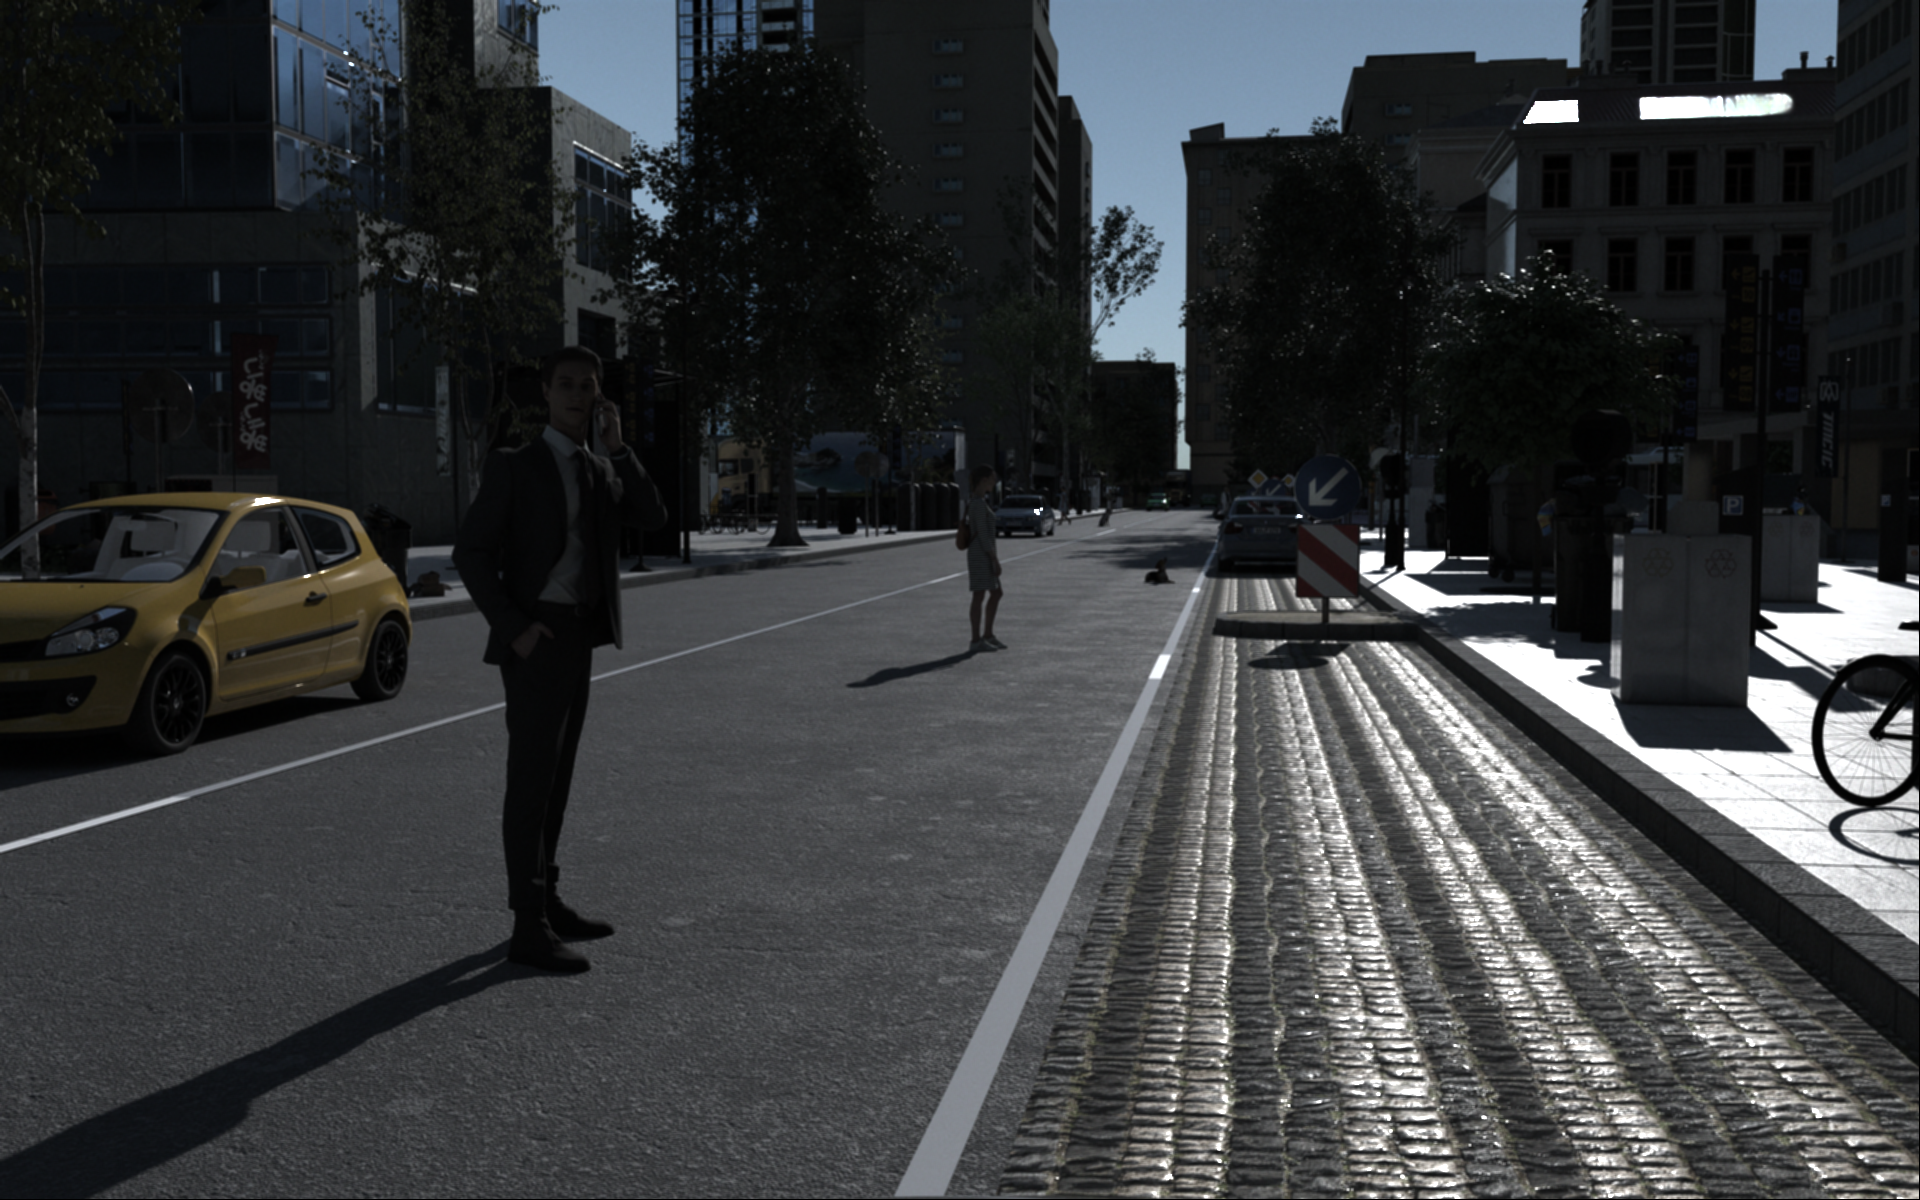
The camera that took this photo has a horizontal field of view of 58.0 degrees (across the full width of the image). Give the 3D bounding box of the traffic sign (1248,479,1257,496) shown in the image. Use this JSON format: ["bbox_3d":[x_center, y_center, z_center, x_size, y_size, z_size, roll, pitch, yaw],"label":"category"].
[{"bbox_3d":[12.850,-4.371,75.105,0.795,2.450,0.064,1,4,9],"label":"traffic sign"}]

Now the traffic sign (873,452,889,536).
[{"bbox_3d":[-2.516,-3.202,52.466,0.768,2.556,0.104,1,4,13],"label":"traffic sign"}]

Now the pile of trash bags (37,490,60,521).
[{"bbox_3d":[-19.602,-1.489,34.092,3.447,1.369,1.912,-3,5,-43],"label":"pile of trash bags"}]

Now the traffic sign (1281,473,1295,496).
[{"bbox_3d":[18.303,-5.836,96.604,0.795,2.450,0.064,1,4,18],"label":"traffic sign"}]

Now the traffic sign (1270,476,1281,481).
[{"bbox_3d":[21.828,-7.336,120.056,0.768,2.556,0.104,1,4,10],"label":"traffic sign"}]

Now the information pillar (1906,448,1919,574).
[{"bbox_3d":[15.436,-1.435,27.946,0.304,2.012,0.304,2,4,32],"label":"information pillar"}]

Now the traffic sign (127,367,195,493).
[{"bbox_3d":[-8.051,-1.060,17.435,0.768,2.556,0.104,1,4,12],"label":"traffic sign"}]

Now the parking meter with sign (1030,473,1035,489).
[{"bbox_3d":[6.154,-9.133,145.587,0.543,3.016,1.738,2,4,29],"label":"parking meter with sign"}]

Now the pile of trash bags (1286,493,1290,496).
[{"bbox_3d":[20.696,-6.055,108.744,1.912,1.369,3.447,0,4,6],"label":"pile of trash bags"}]

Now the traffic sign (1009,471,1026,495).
[{"bbox_3d":[2.542,-4.474,76.784,0.795,2.450,0.064,1,4,9],"label":"traffic sign"}]

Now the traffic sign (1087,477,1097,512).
[{"bbox_3d":[9.538,-7.696,125.932,0.768,2.556,0.104,1,4,17],"label":"traffic sign"}]

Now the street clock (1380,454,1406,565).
[{"bbox_3d":[7.781,-1.628,31.184,0.471,2.002,0.358,-3,4,-38],"label":"street clock"}]

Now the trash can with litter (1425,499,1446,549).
[{"bbox_3d":[11.371,-1.773,40.373,1.055,1.170,0.624,1,4,18],"label":"trash can with litter"}]

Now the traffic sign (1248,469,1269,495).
[{"bbox_3d":[11.578,-3.889,67.222,0.795,2.450,0.064,1,4,9],"label":"traffic sign"}]

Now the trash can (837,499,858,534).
[{"bbox_3d":[-3.612,-2.684,55.541,0.748,1.137,0.748,0,3,0],"label":"trash can"}]

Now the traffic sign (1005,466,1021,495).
[{"bbox_3d":[2.390,-4.842,79.276,0.768,2.556,0.104,1,4,17],"label":"traffic sign"}]

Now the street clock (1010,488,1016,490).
[{"bbox_3d":[3.811,-7.341,124.602,0.358,2.002,0.471,3,4,36],"label":"street clock"}]

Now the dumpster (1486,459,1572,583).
[{"bbox_3d":[8.553,-1.216,25.636,1.264,1.857,1.865,1,4,9],"label":"dumpster"}]

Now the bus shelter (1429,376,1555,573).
[{"bbox_3d":[9.609,-2.434,31.084,1.731,3.624,6.357,1,4,9],"label":"bus shelter"}]

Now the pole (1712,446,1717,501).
[{"bbox_3d":[32.115,-4.893,73.839,0.158,3.312,0.155,0,3,0],"label":"pole"}]

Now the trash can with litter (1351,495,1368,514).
[{"bbox_3d":[25.213,-6.050,109.974,2.233,1.210,1.678,1,4,23],"label":"trash can with litter"}]

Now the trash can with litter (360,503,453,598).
[{"bbox_3d":[-6.946,-0.626,21.625,1.055,1.170,0.624,-3,5,-43],"label":"trash can with litter"}]

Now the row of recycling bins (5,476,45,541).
[{"bbox_3d":[-22.344,-1.926,38.595,3.534,1.692,1.069,-2,4,-24],"label":"row of recycling bins"}]

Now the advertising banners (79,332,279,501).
[{"bbox_3d":[-8.228,-1.358,18.387,2.074,3.025,0.090,-3,5,-43],"label":"advertising banners"}]

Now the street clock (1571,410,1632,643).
[{"bbox_3d":[5.524,-0.636,14.967,0.358,2.002,0.471,-2,4,-28],"label":"street clock"}]

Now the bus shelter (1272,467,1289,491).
[{"bbox_3d":[25.310,-8.946,137.556,1.731,3.624,6.357,1,4,9],"label":"bus shelter"}]

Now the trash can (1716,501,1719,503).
[{"bbox_3d":[15.859,-1.455,35.436,0.748,1.137,0.748,0,3,0],"label":"trash can"}]

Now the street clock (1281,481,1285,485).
[{"bbox_3d":[17.599,-5.510,94.660,0.358,2.002,0.471,1,4,21],"label":"street clock"}]

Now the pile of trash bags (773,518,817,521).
[{"bbox_3d":[-7.583,-4.539,83.967,1.912,1.369,3.447,2,4,31],"label":"pile of trash bags"}]

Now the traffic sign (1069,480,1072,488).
[{"bbox_3d":[7.972,-7.697,127.974,0.606,2.300,0.079,1,4,10],"label":"traffic sign"}]

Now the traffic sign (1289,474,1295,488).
[{"bbox_3d":[19.106,-6.044,99.999,0.795,2.450,0.064,1,4,16],"label":"traffic sign"}]

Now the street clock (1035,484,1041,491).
[{"bbox_3d":[5.709,-7.488,127.002,0.471,2.002,0.358,0,4,-5],"label":"street clock"}]

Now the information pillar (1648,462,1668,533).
[{"bbox_3d":[16.039,-2.160,39.812,0.304,2.012,0.304,0,4,-7],"label":"information pillar"}]

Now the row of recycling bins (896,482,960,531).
[{"bbox_3d":[-1.064,-3.337,61.673,1.069,1.692,3.534,2,4,31],"label":"row of recycling bins"}]

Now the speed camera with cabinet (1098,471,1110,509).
[{"bbox_3d":[11.821,-9.351,147.217,2.038,3.252,0.660,1,4,13],"label":"speed camera with cabinet"}]

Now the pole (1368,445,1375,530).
[{"bbox_3d":[14.725,-4.165,61.934,0.158,3.312,0.155,0,3,0],"label":"pole"}]

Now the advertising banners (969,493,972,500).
[{"bbox_3d":[0.136,-9.326,148.675,2.074,3.025,0.090,0,4,-2],"label":"advertising banners"}]

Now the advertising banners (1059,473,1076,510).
[{"bbox_3d":[9.059,-9.005,143.412,2.074,3.025,0.090,-2,4,-28],"label":"advertising banners"}]

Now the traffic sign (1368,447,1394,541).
[{"bbox_3d":[11.442,-2.869,47.011,0.768,2.556,0.104,1,4,14],"label":"traffic sign"}]

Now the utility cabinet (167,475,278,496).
[{"bbox_3d":[-8.557,-0.701,20.145,0.318,1.500,1.173,3,5,41],"label":"utility cabinet"}]

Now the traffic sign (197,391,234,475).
[{"bbox_3d":[-9.115,-1.303,21.411,0.768,2.556,0.104,1,4,16],"label":"traffic sign"}]

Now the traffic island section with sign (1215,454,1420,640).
[{"bbox_3d":[3.662,-0.571,17.967,1.989,1.847,2.006,1,4,9],"label":"traffic island section with sign"}]

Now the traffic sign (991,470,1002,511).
[{"bbox_3d":[1.270,-3.991,68.901,0.795,2.450,0.064,1,4,9],"label":"traffic sign"}]

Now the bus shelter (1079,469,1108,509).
[{"bbox_3d":[11.118,-9.183,144.069,2.014,3.302,5.546,1,4,9],"label":"bus shelter"}]

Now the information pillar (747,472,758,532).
[{"bbox_3d":[-7.055,-3.329,58.920,0.304,2.012,0.304,0,4,4],"label":"information pillar"}]

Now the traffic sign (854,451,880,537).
[{"bbox_3d":[-2.772,-3.146,51.539,0.768,2.556,0.104,1,4,10],"label":"traffic sign"}]

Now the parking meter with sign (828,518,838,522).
[{"bbox_3d":[-5.418,-5.198,81.249,1.738,3.016,0.543,-1,4,-22],"label":"parking meter with sign"}]

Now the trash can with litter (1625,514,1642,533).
[{"bbox_3d":[12.169,-1.284,32.374,1.055,1.170,0.624,-2,4,-32],"label":"trash can with litter"}]

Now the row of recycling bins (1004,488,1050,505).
[{"bbox_3d":[4.317,-6.619,115.331,3.534,1.692,1.069,-1,4,-20],"label":"row of recycling bins"}]

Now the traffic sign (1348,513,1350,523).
[{"bbox_3d":[10.650,-2.830,47.450,0.795,2.450,0.064,1,4,10],"label":"traffic sign"}]

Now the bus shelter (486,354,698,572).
[{"bbox_3d":[-6.559,-2.467,31.619,1.731,3.624,6.357,1,4,9],"label":"bus shelter"}]

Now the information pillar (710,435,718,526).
[{"bbox_3d":[-9.753,-4.726,68.617,0.183,3.616,0.504,-3,5,-39],"label":"information pillar"}]
